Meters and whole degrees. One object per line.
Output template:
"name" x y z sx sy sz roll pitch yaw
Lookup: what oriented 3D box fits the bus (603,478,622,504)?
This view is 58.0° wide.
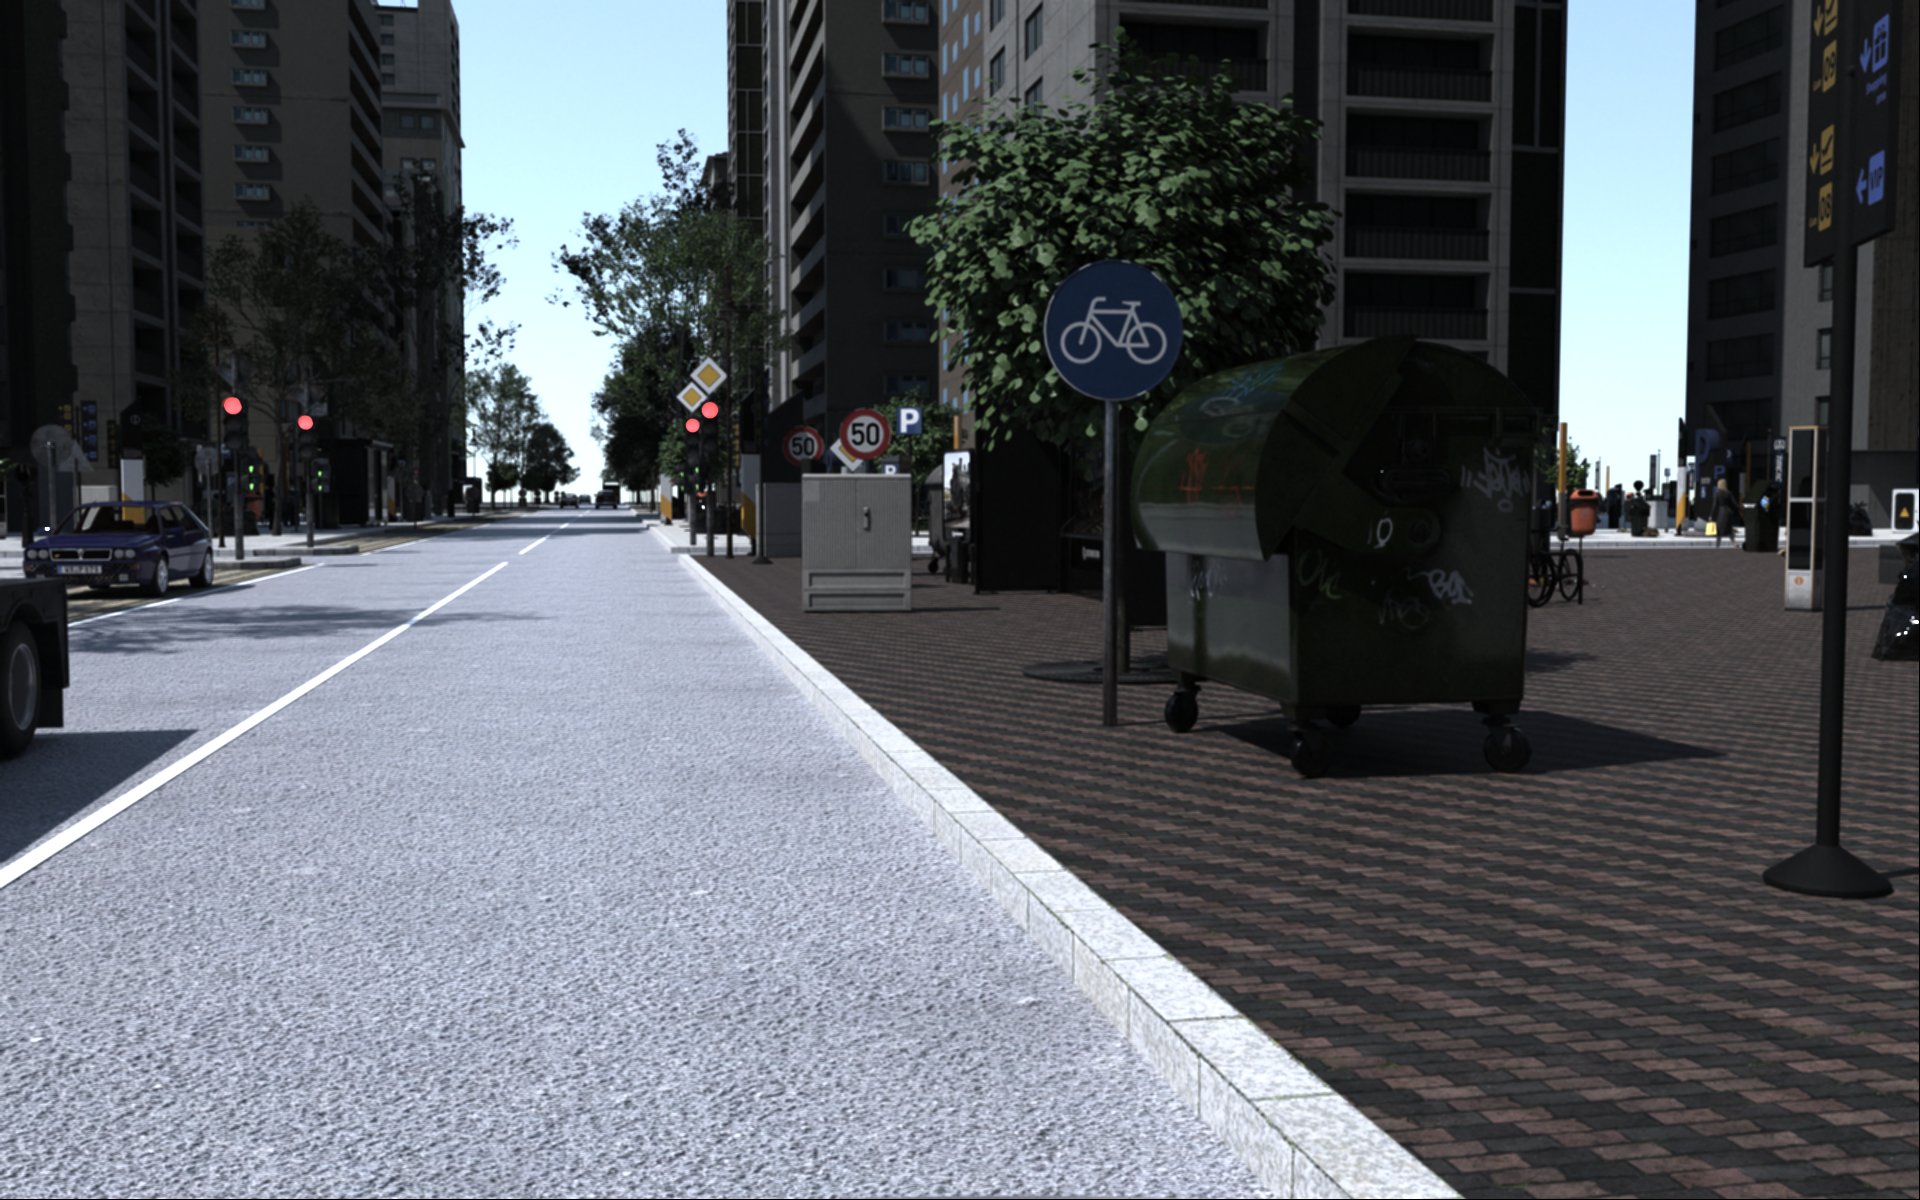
"bus" -52.019 -16.347 258.815 2.896 3.916 12.252 -1 4 -11

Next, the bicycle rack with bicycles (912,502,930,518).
"bicycle rack with bicycles" -1.198 -4.162 81.433 2.852 0.926 2.925 -1 4 -11

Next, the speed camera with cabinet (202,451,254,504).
"speed camera with cabinet" -30.642 -4.782 72.526 0.660 3.252 2.038 2 4 33

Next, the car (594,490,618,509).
"car" -34.332 -9.746 168.025 2.281 1.827 5.304 -1 4 -13

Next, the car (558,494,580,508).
"car" -39.801 -10.239 176.448 2.155 1.783 4.494 -1 4 -10

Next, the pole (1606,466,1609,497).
"pole" 46.781 -8.029 125.111 0.158 3.312 0.155 0 3 0

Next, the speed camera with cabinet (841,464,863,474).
"speed camera with cabinet" -2.719 -3.706 54.934 2.038 3.252 0.660 -1 4 -23

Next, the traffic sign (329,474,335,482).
"traffic sign" -27.103 -4.536 74.162 0.884 2.594 0.081 -1 4 -11

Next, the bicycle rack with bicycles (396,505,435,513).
"bicycle rack with bicycles" -33.335 -5.693 106.461 2.925 0.926 2.852 -3 4 -39

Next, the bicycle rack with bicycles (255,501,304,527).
"bicycle rack with bicycles" -27.489 -3.249 66.504 2.925 0.926 2.852 2 4 26

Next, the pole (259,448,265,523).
"pole" -30.909 -5.068 76.700 0.158 3.312 0.155 0 3 0

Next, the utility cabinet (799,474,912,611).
"utility cabinet" -1.115 -0.617 18.771 1.173 1.500 0.318 0 4 -3

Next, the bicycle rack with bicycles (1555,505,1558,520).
"bicycle rack with bicycles" 27.977 -4.062 79.793 2.852 0.926 2.925 3 5 40

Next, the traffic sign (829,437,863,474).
"traffic sign" -1.791 -1.693 28.866 0.795 2.450 0.064 -1 4 -11

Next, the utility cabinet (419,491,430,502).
"utility cabinet" -33.685 -6.088 108.215 0.318 1.500 1.173 3 4 39

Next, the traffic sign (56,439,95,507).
"traffic sign" -20.816 -2.493 40.768 0.884 2.594 0.081 0 4 -2

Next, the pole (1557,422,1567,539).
"pole" 17.182 -3.398 49.396 0.158 3.312 0.155 0 3 0

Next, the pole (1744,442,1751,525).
"pole" 31.006 -4.546 68.168 0.158 3.312 0.155 0 3 0

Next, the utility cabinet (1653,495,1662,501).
"utility cabinet" 41.029 -5.511 101.260 1.020 1.237 0.306 1 4 13

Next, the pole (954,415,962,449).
"pole" -0.055 -3.131 45.033 0.158 3.312 0.155 0 3 0

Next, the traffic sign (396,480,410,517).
"traffic sign" -28.230 -5.355 87.556 0.884 2.594 0.081 -1 4 -9

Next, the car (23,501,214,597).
"car" -12.080 -0.760 25.005 1.945 1.354 3.894 -1 4 -10

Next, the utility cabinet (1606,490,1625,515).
"utility cabinet" 40.388 -5.995 106.699 1.173 1.500 0.318 -1 4 -23

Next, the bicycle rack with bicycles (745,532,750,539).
"bicycle rack with bicycles" -4.427 -2.151 48.546 2.852 0.926 2.925 -2 4 -30

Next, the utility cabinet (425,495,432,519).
"utility cabinet" -27.089 -4.716 88.268 0.306 1.237 1.020 -1 4 -14

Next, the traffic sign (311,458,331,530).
"traffic sign" -22.541 -3.724 60.989 0.768 2.556 0.104 0 4 -2

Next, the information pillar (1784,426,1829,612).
"information pillar" 9.245 -0.883 18.926 0.304 2.012 0.304 -3 5 -43

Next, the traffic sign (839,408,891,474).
"traffic sign" -1.405 -1.571 25.786 0.768 2.556 0.104 0 4 -3

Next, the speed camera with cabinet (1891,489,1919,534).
"speed camera with cabinet" 31.373 -3.782 56.171 0.660 3.252 2.038 -2 4 -29

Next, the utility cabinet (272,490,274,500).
"utility cabinet" -40.341 -5.655 101.142 0.318 1.500 1.173 -2 4 -31

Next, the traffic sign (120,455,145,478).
"traffic sign" -21.539 -2.630 45.128 0.606 2.300 0.079 -1 4 -11

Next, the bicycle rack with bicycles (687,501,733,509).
"bicycle rack with bicycles" -12.251 -4.456 86.234 2.852 0.926 2.925 1 4 16

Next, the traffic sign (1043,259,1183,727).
"traffic sign" 0.831 -0.575 9.510 0.768 2.556 0.104 0 4 -5

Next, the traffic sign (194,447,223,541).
"traffic sign" -20.242 -2.849 46.682 0.768 2.556 0.104 0 4 -3

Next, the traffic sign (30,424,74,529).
"traffic sign" -16.622 -1.933 31.710 0.768 2.556 0.104 0 4 -4

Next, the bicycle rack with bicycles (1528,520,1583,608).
"bicycle rack with bicycles" 6.233 -0.433 20.455 2.925 0.926 2.852 -2 4 -27

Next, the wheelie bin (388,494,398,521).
"wheelie bin" -26.655 -4.457 80.772 0.980 1.594 0.693 3 5 39

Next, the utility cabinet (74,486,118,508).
"utility cabinet" -23.226 -2.316 46.546 1.173 1.500 0.318 1 4 17

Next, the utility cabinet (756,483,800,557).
"utility cabinet" -3.592 -1.623 35.215 1.173 1.500 0.318 -3 5 -44

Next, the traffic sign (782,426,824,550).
"traffic sign" -2.930 -1.975 32.395 0.768 2.556 0.104 0 4 -6

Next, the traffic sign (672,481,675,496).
"traffic sign" -19.267 -7.079 115.842 0.768 2.556 0.104 -1 4 -11

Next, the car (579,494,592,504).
"car" -54.202 -14.570 250.216 2.014 1.417 4.499 -1 4 -11

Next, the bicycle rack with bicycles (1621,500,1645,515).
"bicycle rack with bicycles" 41.426 -5.556 104.226 2.925 0.926 2.852 2 4 30

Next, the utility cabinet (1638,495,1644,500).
"utility cabinet" 34.511 -4.685 87.756 0.306 1.237 1.020 1 4 22

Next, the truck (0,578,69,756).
"truck" -4.344 -0.671 0.735 2.967 4.110 18.799 -1 4 -13

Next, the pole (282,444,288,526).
"pole" -27.324 -4.663 70.088 0.158 3.312 0.155 0 3 0

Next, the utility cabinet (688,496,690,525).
"utility cabinet" -10.982 -3.705 71.744 0.306 1.237 1.020 -2 4 -27

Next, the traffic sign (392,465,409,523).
"traffic sign" -24.887 -4.710 77.119 0.768 2.556 0.104 0 4 -2

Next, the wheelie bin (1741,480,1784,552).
"wheelie bin" 17.779 -1.864 38.379 0.693 1.594 0.980 0 4 -4
